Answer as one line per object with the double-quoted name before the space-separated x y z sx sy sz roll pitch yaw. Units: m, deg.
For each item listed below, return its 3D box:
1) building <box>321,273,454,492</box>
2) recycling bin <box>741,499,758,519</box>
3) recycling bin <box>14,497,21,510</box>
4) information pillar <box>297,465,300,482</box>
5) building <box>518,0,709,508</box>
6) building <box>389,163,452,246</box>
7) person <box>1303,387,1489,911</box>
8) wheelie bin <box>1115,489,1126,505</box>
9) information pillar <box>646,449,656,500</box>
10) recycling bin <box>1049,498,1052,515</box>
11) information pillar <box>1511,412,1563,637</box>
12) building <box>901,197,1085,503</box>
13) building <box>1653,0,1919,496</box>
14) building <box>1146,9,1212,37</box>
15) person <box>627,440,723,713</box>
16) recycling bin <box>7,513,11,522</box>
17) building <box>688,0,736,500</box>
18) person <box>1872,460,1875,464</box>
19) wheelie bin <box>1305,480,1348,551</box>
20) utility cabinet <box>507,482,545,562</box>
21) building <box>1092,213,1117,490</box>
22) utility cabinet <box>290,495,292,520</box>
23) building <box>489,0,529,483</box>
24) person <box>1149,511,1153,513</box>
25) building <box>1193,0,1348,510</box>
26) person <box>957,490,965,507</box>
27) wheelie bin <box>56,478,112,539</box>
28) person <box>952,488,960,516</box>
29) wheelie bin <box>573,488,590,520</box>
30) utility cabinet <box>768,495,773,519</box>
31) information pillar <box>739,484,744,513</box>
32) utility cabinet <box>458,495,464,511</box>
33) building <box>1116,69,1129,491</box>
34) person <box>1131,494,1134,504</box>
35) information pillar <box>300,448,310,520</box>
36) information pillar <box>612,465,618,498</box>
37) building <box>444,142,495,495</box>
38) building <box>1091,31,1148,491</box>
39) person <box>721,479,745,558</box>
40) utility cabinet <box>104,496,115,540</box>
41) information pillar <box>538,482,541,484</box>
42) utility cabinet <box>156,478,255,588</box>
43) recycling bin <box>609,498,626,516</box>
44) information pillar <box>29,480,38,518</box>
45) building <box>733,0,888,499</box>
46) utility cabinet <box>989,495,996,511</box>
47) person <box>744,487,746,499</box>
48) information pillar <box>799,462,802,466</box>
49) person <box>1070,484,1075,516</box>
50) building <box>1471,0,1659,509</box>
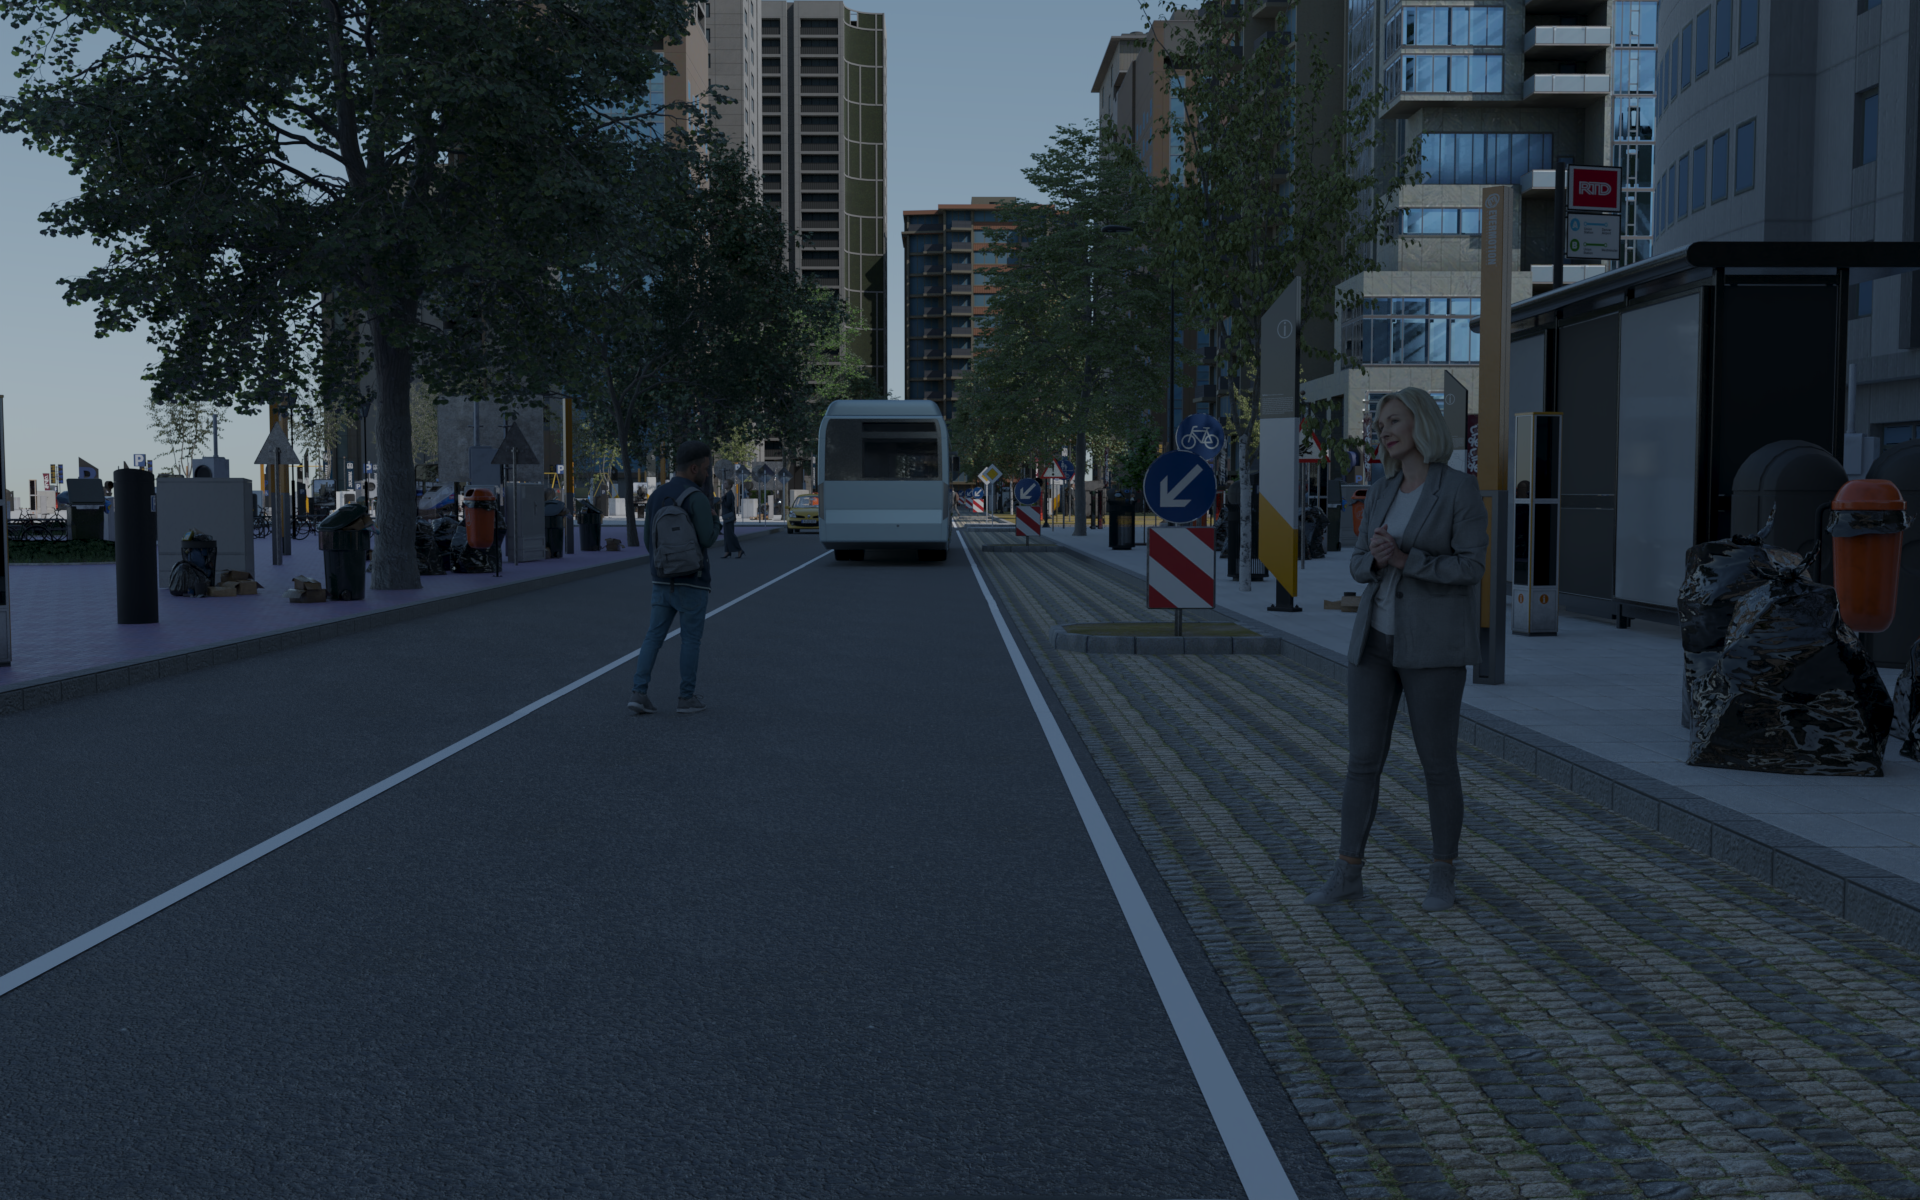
"building" -65.684 -26.427 203.786 14.107 30.474 14.160 0 4 -1
"recycling bin" -11.075 -4.805 91.117 0.722 1.027 0.722 1 4 9
"recycling bin" -75.135 -7.646 137.559 0.722 1.027 0.722 0 4 -7
"information pillar" -47.956 -8.230 125.920 0.183 3.616 0.504 2 4 34
"building" -30.293 -30.902 155.356 14.600 45.320 14.200 0 4 -1
"building" -73.563 -38.680 256.116 21.600 48.544 21.300 0 4 -1
"person" 1.530 0.168 5.931 0.526 1.800 0.537 -2 4 -32
"wheelie bin" 9.879 -6.043 106.705 0.693 1.594 0.980 0 4 7
"information pillar" -15.055 -5.699 84.528 0.504 3.616 0.183 -3 5 -43
"recycling bin" 5.232 -5.697 105.705 0.722 1.027 0.722 -2 4 -33
"information pillar" 5.220 -0.684 15.678 0.304 2.012 0.304 -1 4 -14
"building" 4.241 -36.881 257.631 28.867 44.769 22.147 0 4 -1
"building" 27.265 -30.271 36.925 21.231 58.520 28.212 0 4 -1
"building" 24.025 -31.322 162.228 14.600 45.320 14.200 0 4 -1
"person" -1.827 -0.151 11.315 0.623 1.781 0.721 1 4 20
"recycling bin" -33.921 -2.955 60.872 0.722 1.027 0.722 1 4 15
"building" -33.922 -46.588 199.959 20.611 71.187 20.563 0 4 -1
"person" 12.398 -1.016 23.217 0.480 1.755 0.524 -3 5 -43
"wheelie bin" 8.173 -1.893 38.863 0.980 1.594 0.693 0 4 5
"utility cabinet" -8.223 -1.480 32.885 0.318 1.500 1.173 0 4 7
"building" 30.589 -38.751 257.285 21.600 48.544 21.300 0 4 -1
"utility cabinet" -29.385 -3.940 75.575 0.306 1.237 1.020 -1 4 -11
"building" -33.773 -44.884 172.110 20.563 71.187 20.611 0 4 -1
"person" 12.929 -6.714 115.934 0.709 1.813 0.853 2 4 30
"building" 30.081 -29.355 134.574 22.147 44.769 28.867 0 4 -1
"person" -0.170 -10.388 178.280 1.348 1.831 0.705 1 4 18
"wheelie bin" -17.571 -1.640 34.727 0.980 1.594 0.693 -3 4 -36
"person" -0.389 -5.750 102.478 0.622 1.834 0.822 -3 5 -43
"wheelie bin" -18.635 -4.726 85.172 0.980 1.594 0.693 -1 4 -11
"utility cabinet" -9.985 -4.901 91.286 0.306 1.237 1.020 0 4 -6
"information pillar" -15.202 -7.093 120.460 0.304 2.012 0.304 0 4 -7
"utility cabinet" -35.623 -6.899 123.952 0.306 1.237 1.020 1 4 14
"building" 23.542 -32.189 176.397 14.600 45.320 14.200 0 4 -1
"person" 10.624 -5.881 106.481 0.394 1.301 0.425 -2 4 -30
"information pillar" -32.889 -5.863 87.219 0.183 3.616 0.504 0 4 -2
"information pillar" -27.671 -9.019 138.816 0.504 3.616 0.183 -1 4 -23
"building" -51.529 -33.834 203.295 14.200 45.320 14.600 0 4 -1
"building" 30.295 -37.176 197.058 28.713 52.752 27.495 0 4 -1
"person" -5.103 -1.818 38.647 0.534 1.772 0.576 -2 4 -24
"utility cabinet" -22.346 -2.079 45.151 1.020 1.237 0.306 2 4 35
"information pillar" -18.091 -5.089 74.559 0.183 3.616 0.504 -1 4 -17
"utility cabinet" -10.198 -0.902 23.435 1.173 1.500 0.318 0 4 0
"recycling bin" -20.281 -5.499 102.470 0.722 1.027 0.722 3 5 44
"information pillar" -46.914 -5.089 87.691 0.304 2.012 0.304 -1 4 -15
"building" -21.213 -49.942 254.805 20.611 71.187 20.563 0 4 -1
"utility cabinet" 2.440 -7.250 129.707 0.306 1.237 1.020 1 4 21
"person" -16.177 -7.537 129.294 0.654 1.822 0.581 0 4 -1
"information pillar" -11.515 -8.212 125.619 0.183 3.616 0.504 2 4 25
"person" 6.649 -5.895 101.783 0.474 1.900 0.648 -1 4 -20
"building" 35.372 -48.045 98.212 31.000 86.520 22.319 0 4 -1
